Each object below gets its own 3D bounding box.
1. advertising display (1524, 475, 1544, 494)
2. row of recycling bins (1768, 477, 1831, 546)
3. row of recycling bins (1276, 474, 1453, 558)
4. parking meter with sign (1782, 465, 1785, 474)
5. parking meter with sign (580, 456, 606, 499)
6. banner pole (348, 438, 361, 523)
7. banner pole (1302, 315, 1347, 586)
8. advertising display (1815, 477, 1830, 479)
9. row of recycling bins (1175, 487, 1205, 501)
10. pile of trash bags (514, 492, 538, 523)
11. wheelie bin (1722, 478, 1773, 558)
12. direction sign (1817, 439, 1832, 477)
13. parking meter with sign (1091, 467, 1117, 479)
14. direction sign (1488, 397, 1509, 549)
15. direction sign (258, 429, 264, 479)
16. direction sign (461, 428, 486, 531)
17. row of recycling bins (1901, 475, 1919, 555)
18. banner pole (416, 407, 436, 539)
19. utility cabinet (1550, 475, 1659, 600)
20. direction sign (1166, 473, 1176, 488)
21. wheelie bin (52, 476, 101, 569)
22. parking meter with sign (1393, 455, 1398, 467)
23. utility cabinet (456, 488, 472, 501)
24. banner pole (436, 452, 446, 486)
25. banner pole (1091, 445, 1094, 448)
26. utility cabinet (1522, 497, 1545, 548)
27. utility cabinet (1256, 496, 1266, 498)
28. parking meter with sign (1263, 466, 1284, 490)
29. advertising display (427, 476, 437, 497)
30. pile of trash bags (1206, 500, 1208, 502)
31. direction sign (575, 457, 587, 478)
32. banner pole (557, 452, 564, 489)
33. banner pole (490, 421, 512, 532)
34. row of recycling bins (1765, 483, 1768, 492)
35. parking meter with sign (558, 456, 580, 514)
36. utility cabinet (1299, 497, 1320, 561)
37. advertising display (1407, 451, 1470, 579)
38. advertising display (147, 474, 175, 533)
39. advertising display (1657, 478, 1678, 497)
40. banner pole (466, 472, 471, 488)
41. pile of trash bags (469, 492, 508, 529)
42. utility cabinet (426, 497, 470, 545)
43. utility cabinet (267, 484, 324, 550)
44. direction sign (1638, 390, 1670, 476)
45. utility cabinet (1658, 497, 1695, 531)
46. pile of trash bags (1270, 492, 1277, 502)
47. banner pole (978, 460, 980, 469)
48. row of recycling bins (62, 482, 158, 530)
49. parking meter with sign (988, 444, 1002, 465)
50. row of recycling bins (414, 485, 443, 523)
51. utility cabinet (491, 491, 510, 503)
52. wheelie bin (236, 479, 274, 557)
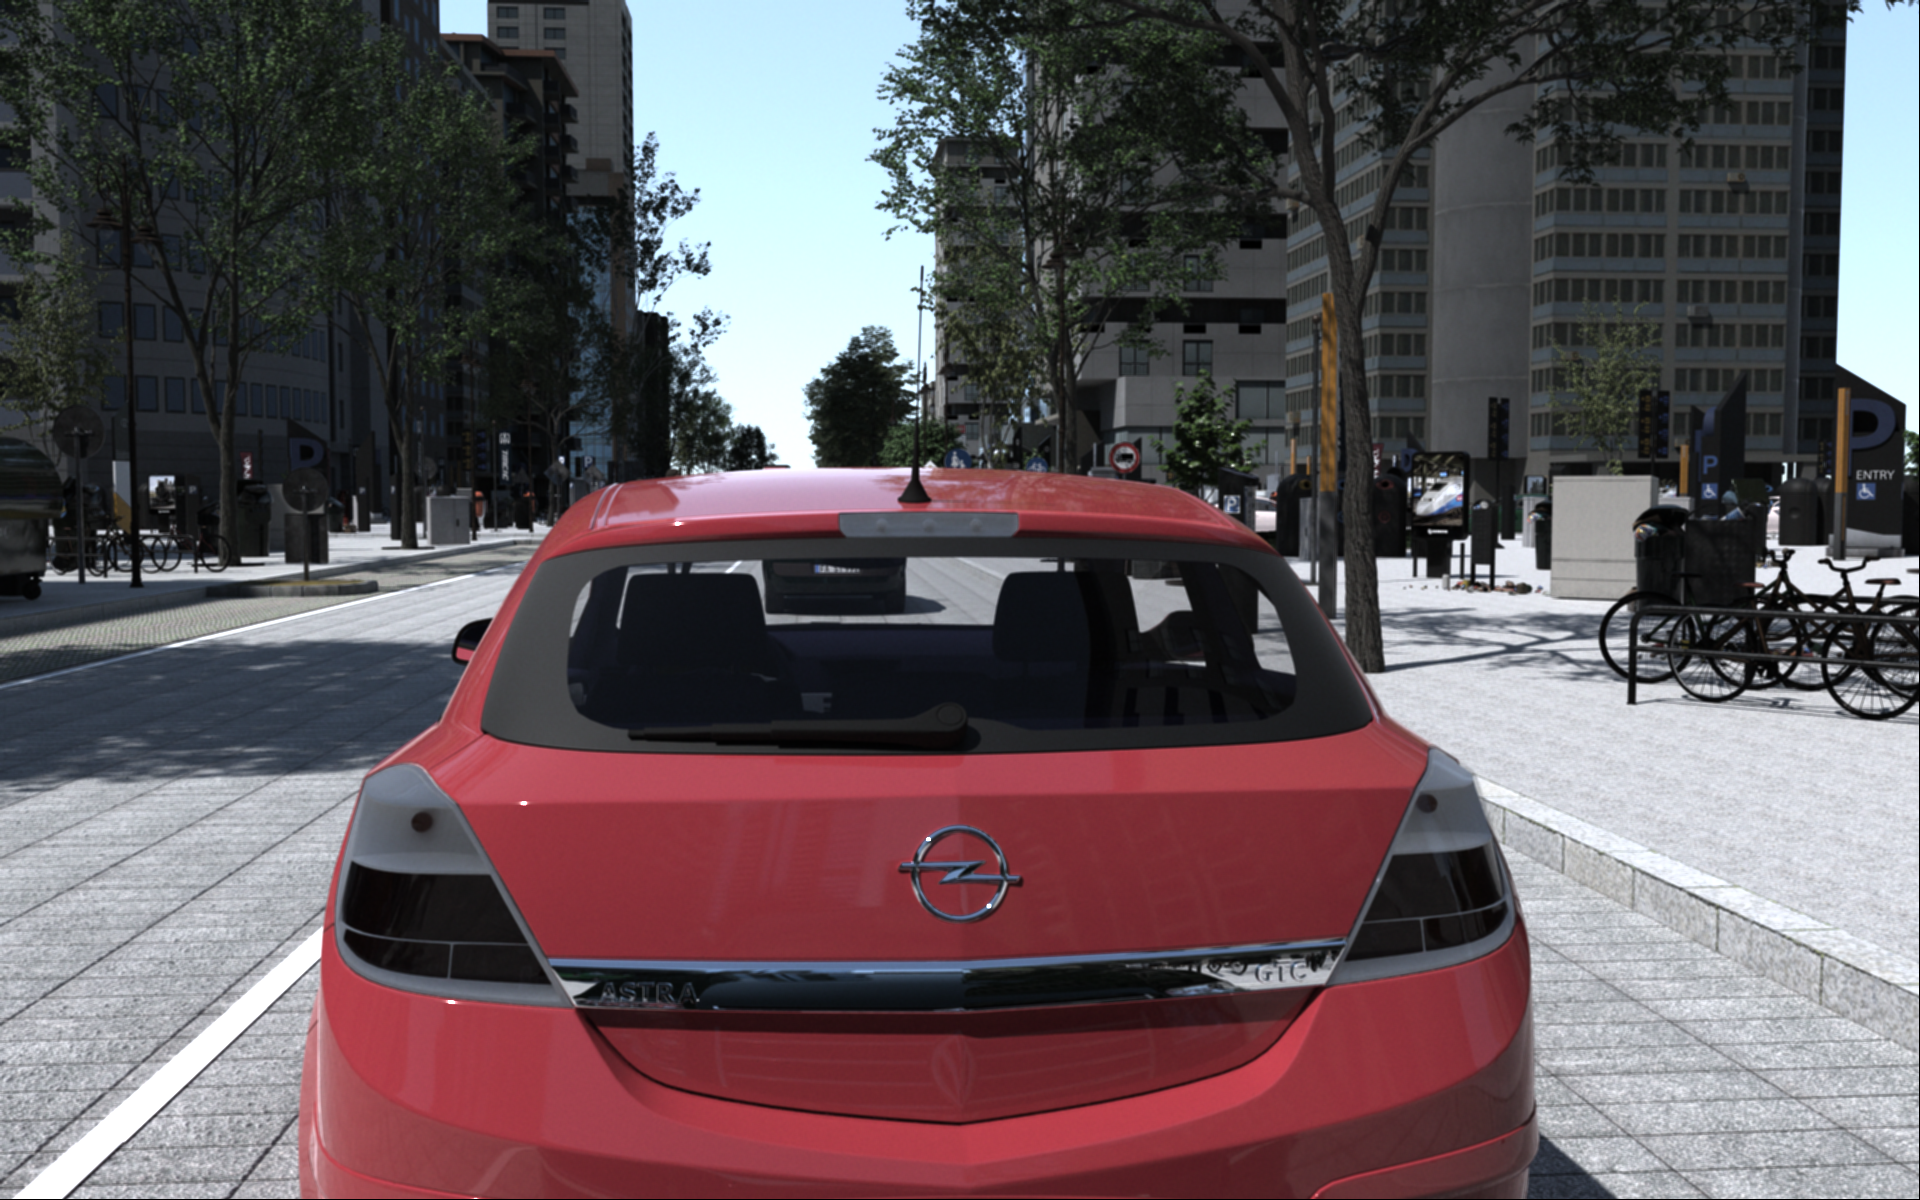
[{"bbox_3d":[19.916,-3.358,60.116,0.974,1.923,0.123,-2,4,-35],"label":"advertising display"},{"bbox_3d":[22.079,-2.246,43.831,3.534,1.692,1.069,-2,4,-31],"label":"row of recycling bins"},{"bbox_3d":[8.271,-1.738,35.528,3.534,1.692,1.069,1,4,12],"label":"row of recycling bins"},{"bbox_3d":[50.738,-6.679,105.458,1.738,3.016,0.543,-1,4,-9],"label":"parking meter with sign"},{"bbox_3d":[-16.388,-5.024,78.410,0.543,3.016,1.738,-3,5,-44],"label":"parking meter with sign"},{"bbox_3d":[-27.162,-5.366,77.746,0.863,3.779,0.401,1,4,21],"label":"banner pole"},{"bbox_3d":[5.177,-2.106,24.442,0.863,3.779,0.401,-2,4,-32],"label":"banner pole"},{"bbox_3d":[33.095,-3.750,66.526,0.123,1.923,0.974,0,4,1],"label":"advertising display"},{"bbox_3d":[9.262,-3.828,69.695,1.069,1.692,3.534,0,4,-2],"label":"row of recycling bins"},{"bbox_3d":[-20.133,-4.228,78.885,1.912,1.369,3.447,-3,4,-36],"label":"pile of trash bags"},{"bbox_3d":[15.876,-1.659,35.025,0.980,1.594,0.693,0,4,-1],"label":"wheelie bin"},{"bbox_3d":[35.805,-4.880,71.783,0.876,3.537,0.379,-2,4,-30],"label":"direction sign"},{"bbox_3d":[4.038,-3.195,48.500,1.738,3.016,0.543,0,4,0],"label":"parking meter with sign"},{"bbox_3d":[12.670,-2.985,40.804,0.876,3.537,0.379,-3,5,-43],"label":"direction sign"},{"bbox_3d":[-24.584,-4.218,60.959,0.379,3.537,0.876,-1,4,-14],"label":"direction sign"},{"bbox_3d":[-16.846,-4.164,60.072,0.876,3.537,0.379,-3,4,-37],"label":"direction sign"},{"bbox_3d":[20.593,-1.902,38.215,1.069,1.692,3.534,1,4,14],"label":"row of recycling bins"},{"bbox_3d":[-15.377,-3.634,49.440,0.401,3.779,0.863,0,4,-2],"label":"banner pole"},{"bbox_3d":[7.791,-0.750,20.944,1.173,1.500,0.318,3,4,39],"label":"utility cabinet"},{"bbox_3d":[12.652,-6.720,101.876,0.379,3.537,0.876,-3,4,-36],"label":"direction sign"},{"bbox_3d":[-15.282,-1.349,29.963,0.693,1.594,0.980,-1,4,-11],"label":"wheelie bin"},{"bbox_3d":[18.505,-4.937,76.975,1.738,3.016,0.543,0,4,0],"label":"parking meter with sign"},{"bbox_3d":[-19.526,-3.604,67.610,1.173,1.500,0.318,-2,4,-31],"label":"utility cabinet"},{"bbox_3d":[-30.973,-6.917,103.114,0.401,3.779,0.863,3,5,40],"label":"banner pole"},{"bbox_3d":[7.022,-6.055,89.013,0.863,3.779,0.401,2,4,28],"label":"banner pole"},{"bbox_3d":[13.832,-1.871,41.747,0.306,1.237,1.020,0,4,5],"label":"utility cabinet"},{"bbox_3d":[11.728,-3.485,68.136,0.306,1.237,1.020,-1,4,-9],"label":"utility cabinet"},{"bbox_3d":[19.078,-6.774,107.016,1.738,3.016,0.543,1,4,15],"label":"parking meter with sign"},{"bbox_3d":[-18.693,-3.424,61.195,0.123,1.923,0.974,0,4,3],"label":"advertising display"},{"bbox_3d":[9.446,-3.222,62.435,1.912,1.369,3.447,0,3,0],"label":"pile of trash bags"},{"bbox_3d":[-23.026,-6.958,105.759,0.876,3.537,0.379,-1,4,-16],"label":"direction sign"},{"bbox_3d":[-23.797,-6.909,102.972,0.401,3.779,0.863,2,4,28],"label":"banner pole"},{"bbox_3d":[-15.636,-4.221,59.030,0.863,3.779,0.401,1,4,14],"label":"banner pole"},{"bbox_3d":[29.857,-3.449,63.503,3.534,1.692,1.069,0,4,-1],"label":"row of recycling bins"},{"bbox_3d":[-17.613,-5.119,79.949,1.738,3.016,0.543,-3,5,-44],"label":"parking meter with sign"},{"bbox_3d":[6.855,-1.386,33.816,0.306,1.237,1.020,0,4,0],"label":"utility cabinet"},{"bbox_3d":[7.308,-1.296,26.399,0.123,1.923,0.974,-3,5,-39],"label":"advertising display"},{"bbox_3d":[-25.925,-3.130,56.397,0.974,1.923,0.123,0,4,0],"label":"advertising display"},{"bbox_3d":[28.332,-3.942,69.662,0.974,1.923,0.123,0,4,4],"label":"advertising display"},{"bbox_3d":[-21.672,-5.281,76.363,0.401,3.779,0.863,0,4,-1],"label":"banner pole"},{"bbox_3d":[-17.862,-3.358,64.651,1.912,1.369,3.447,-1,4,-12],"label":"pile of trash bags"},{"bbox_3d":[-12.971,-2.003,43.916,1.020,1.237,0.306,-3,4,-37],"label":"utility cabinet"},{"bbox_3d":[-15.038,-1.870,39.253,1.173,1.500,0.318,-1,4,-15],"label":"utility cabinet"},{"bbox_3d":[15.165,-2.809,37.918,0.876,3.537,0.379,-2,4,-26],"label":"direction sign"},{"bbox_3d":[15.148,-1.586,37.086,1.020,1.237,0.306,3,5,41],"label":"utility cabinet"},{"bbox_3d":[12.721,-3.846,72.635,1.912,1.369,3.447,-1,4,-14],"label":"pile of trash bags"},{"bbox_3d":[1.622,-8.427,127.790,0.863,3.779,0.401,1,4,20],"label":"banner pole"},{"bbox_3d":[-30.469,-3.350,61.892,3.534,1.692,1.069,-1,4,-20],"label":"row of recycling bins"},{"bbox_3d":[0.699,-3.861,59.386,0.543,3.016,1.738,3,5,39],"label":"parking meter with sign"},{"bbox_3d":[-24.208,-4.375,78.637,3.534,1.692,1.069,3,5,42],"label":"row of recycling bins"},{"bbox_3d":[-29.753,-6.331,112.189,1.173,1.500,0.318,-1,4,-12],"label":"utility cabinet"},{"bbox_3d":[-14.482,-1.682,35.414,0.693,1.594,0.980,2,4,33],"label":"wheelie bin"}]
